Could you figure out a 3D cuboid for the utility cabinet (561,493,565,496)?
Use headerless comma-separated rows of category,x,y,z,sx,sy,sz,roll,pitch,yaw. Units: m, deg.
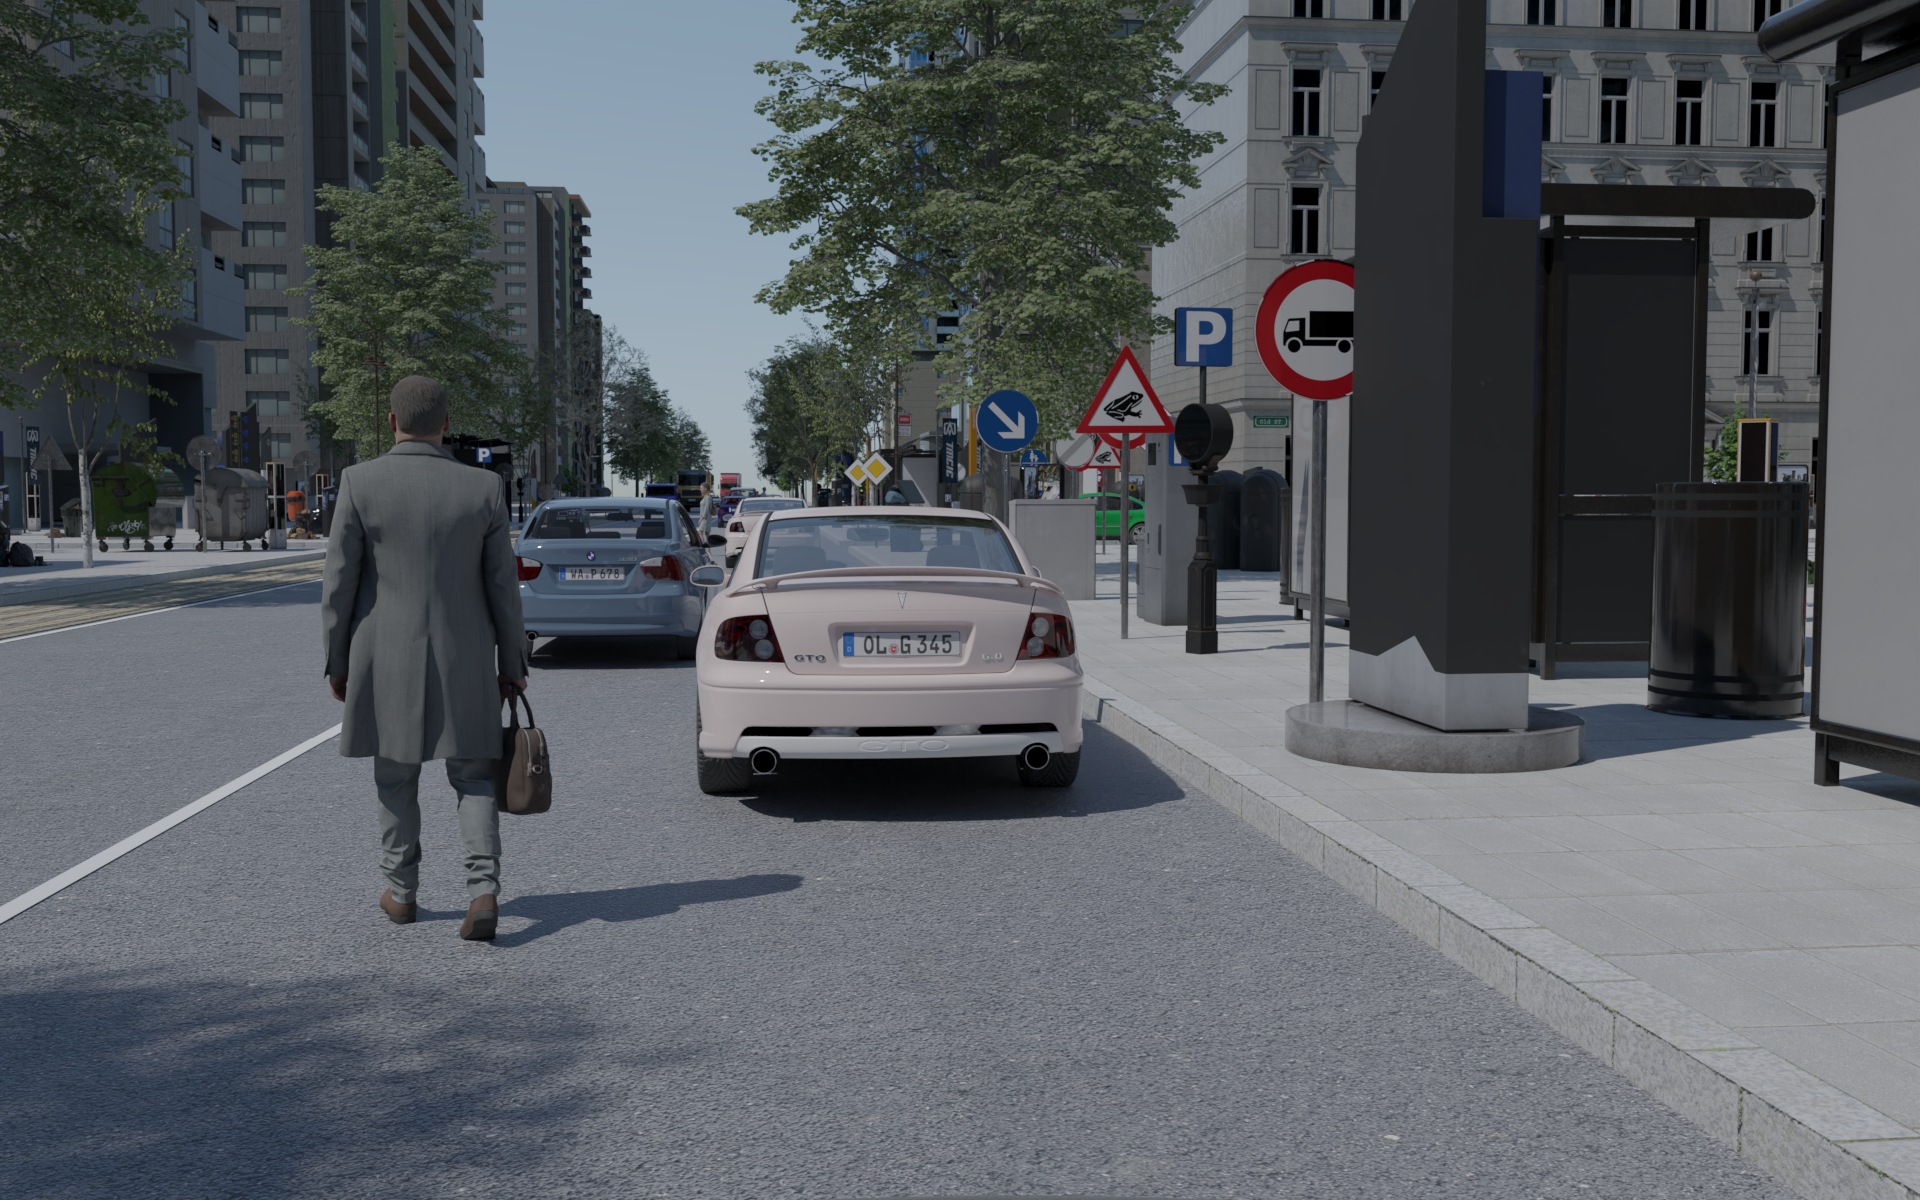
utility cabinet,-26.190,-6.431,113.818,0.318,1.500,1.173,-2,4,-23

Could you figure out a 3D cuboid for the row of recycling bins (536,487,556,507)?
row of recycling bins,-22.920,-5.414,95.634,1.069,1.692,3.534,0,4,-6

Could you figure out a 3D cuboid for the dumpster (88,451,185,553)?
dumpster,-18.431,-2.218,38.751,1.502,2.255,1.985,0,4,-7

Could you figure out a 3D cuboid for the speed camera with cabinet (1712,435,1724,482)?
speed camera with cabinet,25.780,-3.864,57.516,0.660,3.252,2.038,0,4,-7

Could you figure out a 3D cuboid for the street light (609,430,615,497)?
street light,-24.908,-9.244,123.925,0.468,5.910,1.993,0,4,-6

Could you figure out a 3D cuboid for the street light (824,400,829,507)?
street light,-6.464,-6.820,84.291,0.468,5.910,1.993,0,4,-6

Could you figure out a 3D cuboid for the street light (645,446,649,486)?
street light,-29.354,-11.592,162.311,0.468,5.910,1.993,0,4,-6

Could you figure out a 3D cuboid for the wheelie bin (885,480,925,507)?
wheelie bin,-1.245,-1.868,38.453,0.693,1.594,0.980,2,4,33

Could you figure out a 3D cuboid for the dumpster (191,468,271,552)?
dumpster,-16.337,-2.024,38.849,1.264,1.857,1.865,0,4,-6

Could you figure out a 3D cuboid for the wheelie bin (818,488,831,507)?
wheelie bin,-7.213,-5.201,92.937,0.980,1.594,0.693,1,4,18

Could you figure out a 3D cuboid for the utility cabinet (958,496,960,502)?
utility cabinet,0.356,-3.267,64.585,0.306,1.237,1.020,3,4,36

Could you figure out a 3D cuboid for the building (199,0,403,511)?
building,-44.179,-26.077,109.953,14.154,41.232,14.086,0,4,-6

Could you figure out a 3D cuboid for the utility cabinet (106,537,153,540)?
utility cabinet,-23.198,-2.425,48.332,1.173,1.500,0.318,-3,4,-38

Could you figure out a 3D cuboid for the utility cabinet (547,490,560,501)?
utility cabinet,-21.270,-4.999,90.408,0.318,1.500,1.173,0,4,1

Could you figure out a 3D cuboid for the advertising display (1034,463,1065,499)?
advertising display,1.916,-1.915,36.521,0.123,1.923,0.974,-2,4,-26

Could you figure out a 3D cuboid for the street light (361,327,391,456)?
street light,-16.159,-4.604,48.057,0.468,5.910,1.993,0,4,-6

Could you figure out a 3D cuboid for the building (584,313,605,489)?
building,-62.721,-30.295,267.031,14.160,30.474,14.107,0,4,-6

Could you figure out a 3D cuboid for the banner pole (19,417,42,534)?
banner pole,-30.221,-4.051,56.249,0.401,3.779,0.863,2,4,27

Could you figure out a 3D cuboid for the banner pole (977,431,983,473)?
banner pole,0.686,-3.942,54.465,0.863,3.779,0.401,-3,5,-40

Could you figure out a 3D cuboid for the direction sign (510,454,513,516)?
direction sign,-26.174,-6.647,100.678,0.379,3.537,0.876,-1,4,-18

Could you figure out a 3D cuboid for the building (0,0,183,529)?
building,-46.504,-29.416,70.190,28.713,52.752,27.495,0,4,-6

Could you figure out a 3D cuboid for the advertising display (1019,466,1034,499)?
advertising display,1.562,-2.099,39.527,0.123,1.923,0.974,1,4,20

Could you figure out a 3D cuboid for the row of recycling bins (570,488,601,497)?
row of recycling bins,-25.414,-6.775,117.892,1.069,1.692,3.534,1,4,19

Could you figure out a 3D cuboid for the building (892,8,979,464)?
building,-1.714,-58.442,268.197,22.319,86.520,31.000,0,4,-6

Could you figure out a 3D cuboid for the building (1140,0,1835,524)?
building,31.028,-18.224,74.373,44.131,29.872,17.030,0,4,-6

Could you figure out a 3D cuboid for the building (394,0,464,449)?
building,-50.309,-30.975,130.142,21.300,48.544,21.600,0,4,-6

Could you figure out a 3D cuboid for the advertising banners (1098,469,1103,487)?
advertising banners,5.713,-4.080,62.895,2.074,3.025,0.090,1,4,16

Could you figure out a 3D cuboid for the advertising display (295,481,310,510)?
advertising display,-31.682,-4.788,83.497,0.123,1.923,0.974,1,4,13

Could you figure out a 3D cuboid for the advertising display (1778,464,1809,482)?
advertising display,17.955,-1.982,37.625,0.974,1.923,0.123,-1,4,-13

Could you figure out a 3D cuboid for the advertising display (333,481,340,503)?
advertising display,-31.355,-5.053,87.826,0.123,1.923,0.974,2,4,30

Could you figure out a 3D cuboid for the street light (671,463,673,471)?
street light,-34.371,-14.292,206.460,0.468,5.910,1.993,0,4,-6

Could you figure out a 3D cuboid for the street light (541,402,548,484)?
street light,-20.623,-6.934,86.166,0.468,5.910,1.993,0,4,-6

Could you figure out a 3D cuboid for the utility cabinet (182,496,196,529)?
utility cabinet,-28.216,-3.233,64.020,0.306,1.237,1.020,2,4,26

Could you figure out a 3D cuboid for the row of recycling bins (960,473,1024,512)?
row of recycling bins,0.713,-1.727,35.341,1.069,1.692,3.534,1,4,11

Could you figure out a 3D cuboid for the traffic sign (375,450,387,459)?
traffic sign,-13.263,-2.219,39.917,0.795,2.450,0.064,0,4,-6

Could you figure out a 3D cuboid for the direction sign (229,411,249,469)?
direction sign,-19.762,-3.398,47.557,0.379,3.537,0.876,0,4,8

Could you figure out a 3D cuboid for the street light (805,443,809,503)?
street light,-10.893,-9.151,122.405,0.468,5.910,1.993,0,4,-6

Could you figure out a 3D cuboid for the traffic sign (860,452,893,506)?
traffic sign,-1.989,-2.296,41.179,0.795,2.450,0.064,0,4,-6

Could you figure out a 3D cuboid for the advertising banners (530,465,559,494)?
advertising banners,-25.016,-6.608,104.222,2.074,3.025,0.090,1,4,23

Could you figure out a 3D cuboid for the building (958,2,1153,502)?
building,10.807,-43.288,146.017,20.563,71.187,20.611,0,4,-6

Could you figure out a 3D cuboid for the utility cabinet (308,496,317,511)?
utility cabinet,-27.023,-3.746,72.408,0.306,1.237,1.020,-1,4,-13

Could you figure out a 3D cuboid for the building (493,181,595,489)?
building,-63.828,-36.101,244.882,22.147,44.769,28.867,0,4,-6

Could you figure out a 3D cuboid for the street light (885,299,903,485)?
street light,-1.493,-4.162,40.833,0.468,5.910,1.993,0,4,-6

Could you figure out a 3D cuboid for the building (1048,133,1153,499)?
building,10.044,-15.594,105.875,10.553,20.767,40.483,0,4,-6

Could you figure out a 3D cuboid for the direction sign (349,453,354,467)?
direction sign,-33.384,-6.306,95.102,0.379,3.537,0.876,0,4,-5

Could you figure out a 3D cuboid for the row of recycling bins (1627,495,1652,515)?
row of recycling bins,41.682,-5.997,105.168,1.069,1.692,3.534,-2,4,-27

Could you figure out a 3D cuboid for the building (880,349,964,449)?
building,3.749,-24.200,240.716,27.650,21.520,28.899,0,4,-6

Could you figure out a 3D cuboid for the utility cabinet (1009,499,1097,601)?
utility cabinet,1.115,-0.595,20.898,1.020,1.237,0.306,-1,4,-15

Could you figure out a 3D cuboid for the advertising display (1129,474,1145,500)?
advertising display,5.713,-3.164,56.950,0.974,1.923,0.123,-3,5,-45

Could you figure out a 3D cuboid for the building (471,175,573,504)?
building,-58.020,-33.005,223.231,14.154,41.232,14.086,0,4,-6

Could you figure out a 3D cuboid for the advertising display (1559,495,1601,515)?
advertising display,13.301,-1.955,37.177,0.974,1.923,0.123,3,5,40

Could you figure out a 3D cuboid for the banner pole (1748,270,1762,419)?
banner pole,8.814,-1.788,19.252,0.401,3.779,0.863,1,4,21

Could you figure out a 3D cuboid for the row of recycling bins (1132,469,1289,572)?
row of recycling bins,4.446,-1.405,30.091,1.069,1.692,3.534,-2,4,-27

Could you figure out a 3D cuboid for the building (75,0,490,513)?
building,-57.447,-34.534,153.862,28.713,52.752,27.495,0,4,-6

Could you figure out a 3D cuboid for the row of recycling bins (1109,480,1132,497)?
row of recycling bins,6.179,-2.719,51.570,3.534,1.692,1.069,0,4,-6

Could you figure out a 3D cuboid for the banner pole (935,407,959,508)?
banner pole,-0.439,-3.675,50.108,0.863,3.779,0.401,-1,4,-21
